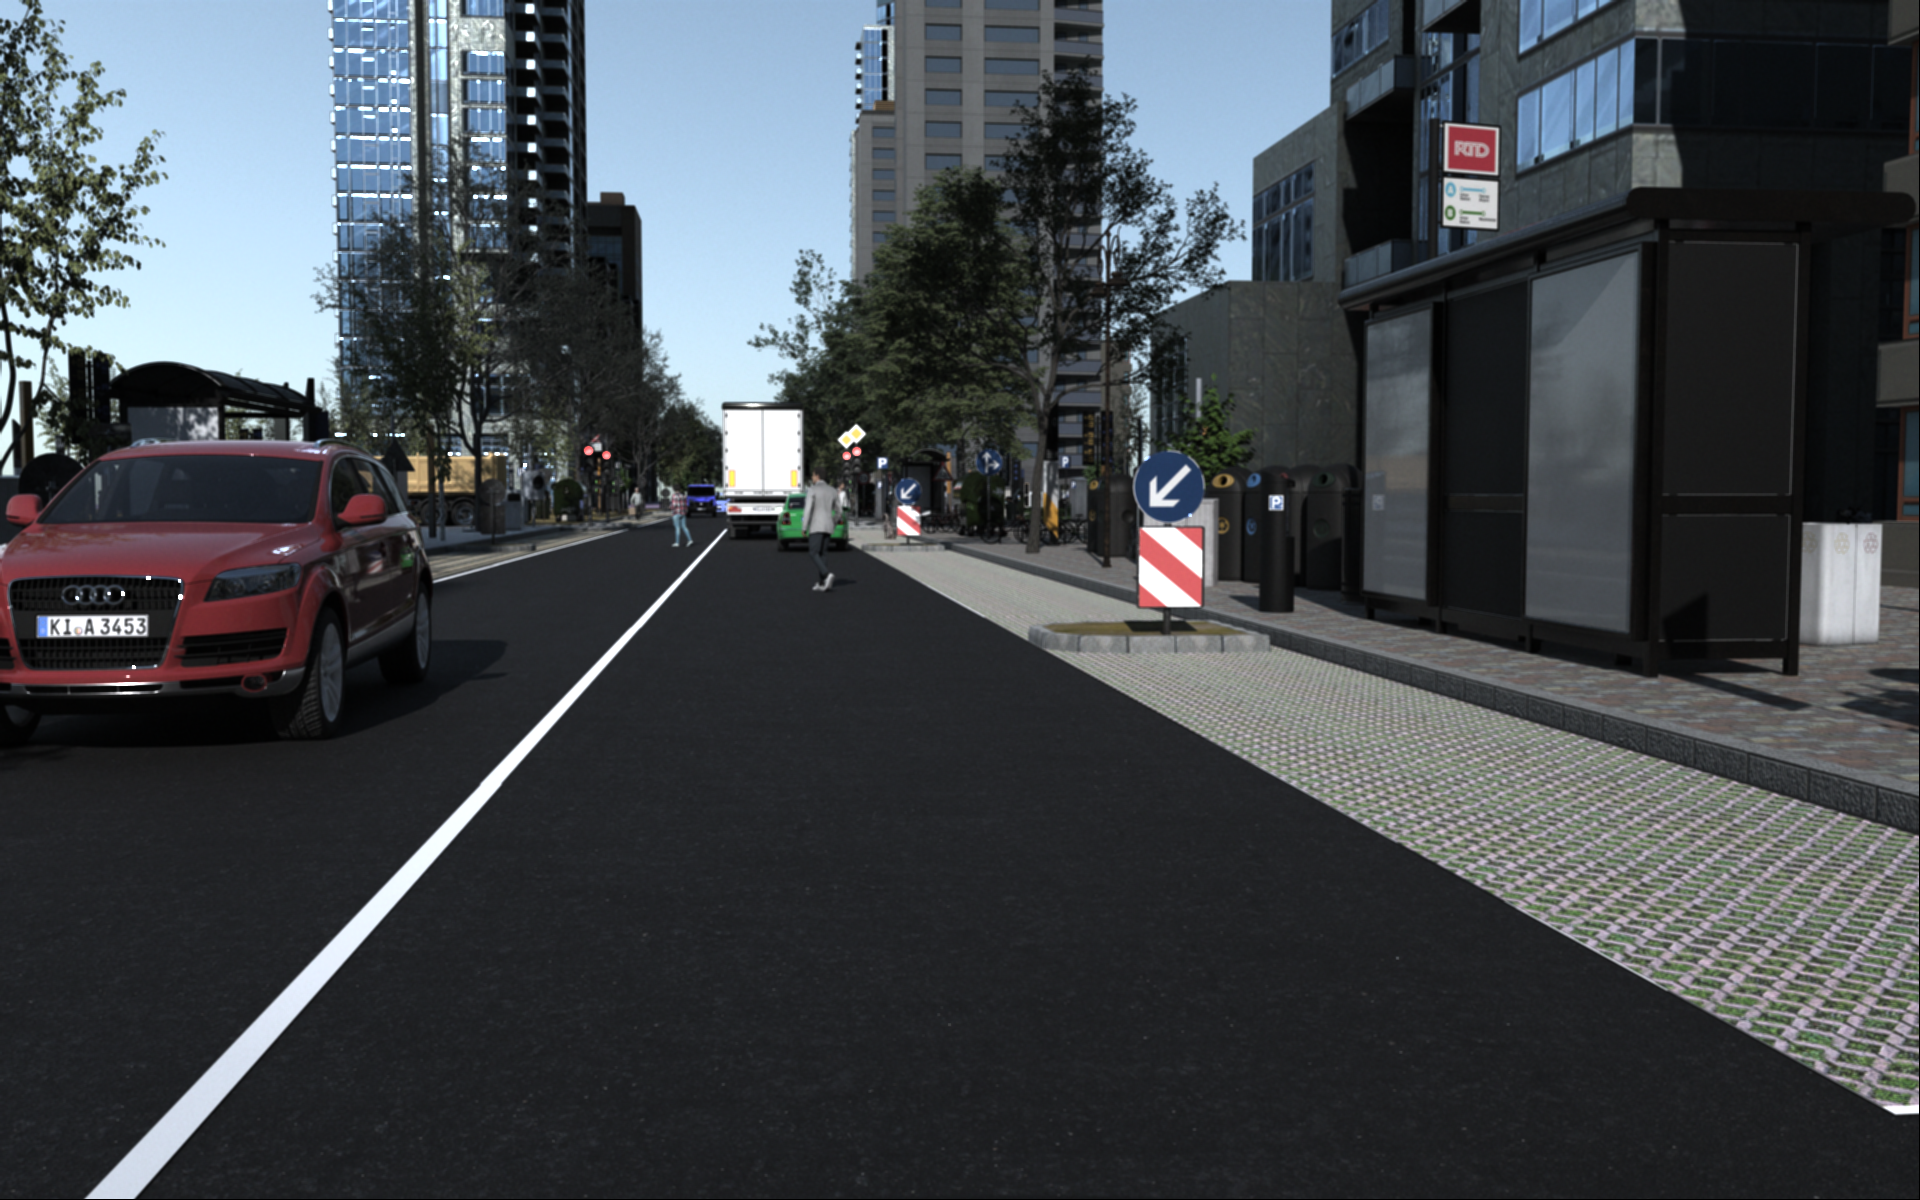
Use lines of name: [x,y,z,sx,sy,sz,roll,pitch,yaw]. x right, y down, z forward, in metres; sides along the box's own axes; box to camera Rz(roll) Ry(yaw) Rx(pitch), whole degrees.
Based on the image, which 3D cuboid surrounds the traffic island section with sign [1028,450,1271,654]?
traffic island section with sign: [1.699,-0.476,16.417,1.989,1.847,2.006,0,4,-7]

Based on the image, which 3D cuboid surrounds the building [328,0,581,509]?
building: [-46.981,-51.966,162.314,22.319,86.520,31.000,0,4,-7]

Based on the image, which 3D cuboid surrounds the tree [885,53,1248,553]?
tree: [1.817,-6.279,37.071,7.601,10.594,8.767,3,5,41]

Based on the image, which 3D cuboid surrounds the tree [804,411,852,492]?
tree: [-10.537,-11.901,144.937,4.737,8.622,4.395,0,3,0]

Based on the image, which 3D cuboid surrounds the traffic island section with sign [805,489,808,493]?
traffic island section with sign: [-11.105,-7.220,126.668,1.989,1.847,2.006,0,4,-7]

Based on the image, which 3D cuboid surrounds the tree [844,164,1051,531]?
tree: [-0.332,-8.704,60.438,7.486,12.596,7.792,0,3,0]

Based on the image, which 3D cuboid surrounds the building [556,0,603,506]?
building: [-49.290,-45.912,188.906,20.563,71.187,20.611,0,4,-7]

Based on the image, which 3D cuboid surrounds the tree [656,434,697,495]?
tree: [-30.344,-14.297,184.117,4.737,8.622,4.395,0,3,0]

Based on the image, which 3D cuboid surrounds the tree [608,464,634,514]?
tree: [-22.003,-7.185,112.080,1.663,3.219,1.824,0,3,0]

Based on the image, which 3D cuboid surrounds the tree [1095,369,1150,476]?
tree: [9.560,-9.112,99.347,4.360,8.622,3.978,0,3,0]

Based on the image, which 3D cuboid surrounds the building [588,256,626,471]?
building: [-48.260,-26.667,207.711,14.160,30.474,14.107,0,4,-7]

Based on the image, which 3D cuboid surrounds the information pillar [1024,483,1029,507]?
information pillar: [4.507,-6.866,116.758,0.304,2.012,0.304,1,4,8]

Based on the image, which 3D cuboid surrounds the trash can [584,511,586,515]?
trash can: [-23.014,-5.763,105.876,0.748,1.137,0.748,0,3,0]

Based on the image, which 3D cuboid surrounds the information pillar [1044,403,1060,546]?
information pillar: [2.271,-3.162,43.052,0.183,3.616,0.504,3,5,42]

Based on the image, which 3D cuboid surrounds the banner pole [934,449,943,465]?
banner pole: [-1.043,-6.576,97.527,0.401,3.779,0.863,-1,4,-13]

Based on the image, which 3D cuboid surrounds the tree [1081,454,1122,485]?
tree: [11.359,-9.465,138.458,4.285,4.588,4.351,0,3,0]

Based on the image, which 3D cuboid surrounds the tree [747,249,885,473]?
tree: [-9.769,-17.090,135.315,12.611,20.169,13.585,0,3,0]

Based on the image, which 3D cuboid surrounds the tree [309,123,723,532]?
tree: [-16.454,-9.063,58.544,12.009,13.543,11.850,0,3,0]

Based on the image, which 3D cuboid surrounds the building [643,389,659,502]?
building: [-63.977,-26.717,281.860,27.650,21.520,28.899,0,4,-7]

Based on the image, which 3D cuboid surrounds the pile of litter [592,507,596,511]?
pile of litter: [-28.021,-7.405,135.042,1.719,0.858,1.176,0,4,-7]

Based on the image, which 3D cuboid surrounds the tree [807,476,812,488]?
tree: [-18.230,-17.405,210.328,9.928,11.665,9.643,0,3,0]

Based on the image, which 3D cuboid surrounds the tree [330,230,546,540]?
tree: [-14.492,-5.940,47.486,4.737,8.622,4.395,0,3,0]

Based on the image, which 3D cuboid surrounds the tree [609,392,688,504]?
tree: [-26.556,-13.002,146.992,7.601,10.594,8.767,-1,4,-10]

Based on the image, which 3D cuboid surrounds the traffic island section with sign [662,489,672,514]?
traffic island section with sign: [-21.212,-7.131,125.216,1.989,1.847,2.006,0,4,-7]

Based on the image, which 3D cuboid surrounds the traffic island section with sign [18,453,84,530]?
traffic island section with sign: [-8.541,-0.451,16.000,1.989,1.847,2.006,0,4,-7]

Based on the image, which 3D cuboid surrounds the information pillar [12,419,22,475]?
information pillar: [-29.501,-3.857,54.409,0.183,3.616,0.504,1,4,22]

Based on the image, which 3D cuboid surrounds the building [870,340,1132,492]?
building: [3.953,-22.185,207.757,27.650,21.520,28.899,0,4,-7]

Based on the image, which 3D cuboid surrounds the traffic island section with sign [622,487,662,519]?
traffic island section with sign: [-18.084,-5.477,98.183,1.989,1.847,2.006,0,4,-7]

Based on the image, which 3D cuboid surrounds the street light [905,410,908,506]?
street light: [-2.140,-5.899,69.228,0.468,5.910,1.993,0,4,-7]

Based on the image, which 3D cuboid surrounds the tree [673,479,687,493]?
tree: [-30.887,-11.946,189.915,1.663,3.219,1.824,0,3,0]

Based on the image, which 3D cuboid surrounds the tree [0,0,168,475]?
tree: [-12.000,-4.348,21.452,4.737,8.622,4.395,0,3,0]

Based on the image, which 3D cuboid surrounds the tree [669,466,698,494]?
tree: [-31.609,-13.103,197.939,4.285,4.588,4.351,0,3,0]

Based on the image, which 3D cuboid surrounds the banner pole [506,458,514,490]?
banner pole: [-31.408,-7.993,120.703,0.401,3.779,0.863,3,4,36]

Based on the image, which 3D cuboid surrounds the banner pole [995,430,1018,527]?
banner pole: [1.865,-4.728,67.316,0.863,3.779,0.401,-2,4,-27]

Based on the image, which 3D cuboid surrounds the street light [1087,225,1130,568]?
street light: [2.567,-3.506,30.111,0.468,5.910,1.993,0,4,-7]

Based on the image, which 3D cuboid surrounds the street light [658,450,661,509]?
street light: [-26.518,-11.028,153.094,0.468,5.910,1.993,0,4,-7]

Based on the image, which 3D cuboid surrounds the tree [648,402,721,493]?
tree: [-34.044,-18.065,212.367,9.611,12.733,9.660,0,3,0]

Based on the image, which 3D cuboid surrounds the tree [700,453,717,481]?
tree: [-40.377,-20.154,263.927,7.601,10.594,8.767,2,4,27]

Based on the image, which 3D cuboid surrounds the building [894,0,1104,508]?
building: [3.794,-38.894,177.917,21.231,58.520,28.212,0,4,-7]

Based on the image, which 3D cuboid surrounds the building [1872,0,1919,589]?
building: [28.284,-10.158,11.124,27.650,21.520,28.899,0,4,-7]

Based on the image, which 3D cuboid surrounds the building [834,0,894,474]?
building: [-9.883,-60.128,295.769,22.319,86.520,31.000,0,4,-7]

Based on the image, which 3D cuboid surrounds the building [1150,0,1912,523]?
building: [19.756,-44.869,46.286,22.319,86.520,31.000,0,4,-7]

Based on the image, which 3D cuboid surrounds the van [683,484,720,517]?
van: [-16.131,-6.336,107.981,2.240,2.365,5.245,-1,4,-8]

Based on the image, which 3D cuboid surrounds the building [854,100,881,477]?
building: [-5.591,-44.325,266.713,21.231,58.520,28.212,0,4,-7]

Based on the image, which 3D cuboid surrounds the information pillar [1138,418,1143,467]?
information pillar: [5.578,-3.811,53.661,0.183,3.616,0.504,1,4,14]

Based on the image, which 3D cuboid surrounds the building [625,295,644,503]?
building: [-52.767,-29.043,246.556,14.160,30.474,14.107,0,4,-7]

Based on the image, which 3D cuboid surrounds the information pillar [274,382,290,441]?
information pillar: [-14.272,-2.762,36.521,0.504,3.616,0.183,3,5,39]

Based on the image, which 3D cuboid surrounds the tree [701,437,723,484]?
tree: [-43.864,-22.567,294.720,9.928,11.665,9.643,0,3,0]

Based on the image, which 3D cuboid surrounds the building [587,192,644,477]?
building: [-55.100,-37.306,260.055,14.600,45.320,14.200,0,4,-7]

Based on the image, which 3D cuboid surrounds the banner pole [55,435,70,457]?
banner pole: [-33.534,-4.577,64.859,0.401,3.779,0.863,1,4,15]

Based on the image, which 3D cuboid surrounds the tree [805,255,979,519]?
tree: [-3.387,-11.247,90.538,9.857,13.997,8.962,0,3,0]

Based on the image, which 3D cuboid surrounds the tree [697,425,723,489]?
tree: [-44.537,-24.623,309.245,9.857,13.997,8.962,0,3,0]

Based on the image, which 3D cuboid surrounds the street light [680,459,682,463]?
street light: [-31.065,-13.456,192.788,0.468,5.910,1.993,0,4,-7]

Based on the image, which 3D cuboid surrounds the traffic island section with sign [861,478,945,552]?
traffic island section with sign: [-1.474,-2.147,43.735,1.989,1.847,2.006,0,4,-7]

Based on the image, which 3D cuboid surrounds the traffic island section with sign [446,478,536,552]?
traffic island section with sign: [-11.719,-2.129,43.431,1.989,1.847,2.006,0,4,-7]

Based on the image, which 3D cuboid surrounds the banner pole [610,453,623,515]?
banner pole: [-22.610,-7.575,113.862,0.863,3.779,0.401,-2,4,-26]
